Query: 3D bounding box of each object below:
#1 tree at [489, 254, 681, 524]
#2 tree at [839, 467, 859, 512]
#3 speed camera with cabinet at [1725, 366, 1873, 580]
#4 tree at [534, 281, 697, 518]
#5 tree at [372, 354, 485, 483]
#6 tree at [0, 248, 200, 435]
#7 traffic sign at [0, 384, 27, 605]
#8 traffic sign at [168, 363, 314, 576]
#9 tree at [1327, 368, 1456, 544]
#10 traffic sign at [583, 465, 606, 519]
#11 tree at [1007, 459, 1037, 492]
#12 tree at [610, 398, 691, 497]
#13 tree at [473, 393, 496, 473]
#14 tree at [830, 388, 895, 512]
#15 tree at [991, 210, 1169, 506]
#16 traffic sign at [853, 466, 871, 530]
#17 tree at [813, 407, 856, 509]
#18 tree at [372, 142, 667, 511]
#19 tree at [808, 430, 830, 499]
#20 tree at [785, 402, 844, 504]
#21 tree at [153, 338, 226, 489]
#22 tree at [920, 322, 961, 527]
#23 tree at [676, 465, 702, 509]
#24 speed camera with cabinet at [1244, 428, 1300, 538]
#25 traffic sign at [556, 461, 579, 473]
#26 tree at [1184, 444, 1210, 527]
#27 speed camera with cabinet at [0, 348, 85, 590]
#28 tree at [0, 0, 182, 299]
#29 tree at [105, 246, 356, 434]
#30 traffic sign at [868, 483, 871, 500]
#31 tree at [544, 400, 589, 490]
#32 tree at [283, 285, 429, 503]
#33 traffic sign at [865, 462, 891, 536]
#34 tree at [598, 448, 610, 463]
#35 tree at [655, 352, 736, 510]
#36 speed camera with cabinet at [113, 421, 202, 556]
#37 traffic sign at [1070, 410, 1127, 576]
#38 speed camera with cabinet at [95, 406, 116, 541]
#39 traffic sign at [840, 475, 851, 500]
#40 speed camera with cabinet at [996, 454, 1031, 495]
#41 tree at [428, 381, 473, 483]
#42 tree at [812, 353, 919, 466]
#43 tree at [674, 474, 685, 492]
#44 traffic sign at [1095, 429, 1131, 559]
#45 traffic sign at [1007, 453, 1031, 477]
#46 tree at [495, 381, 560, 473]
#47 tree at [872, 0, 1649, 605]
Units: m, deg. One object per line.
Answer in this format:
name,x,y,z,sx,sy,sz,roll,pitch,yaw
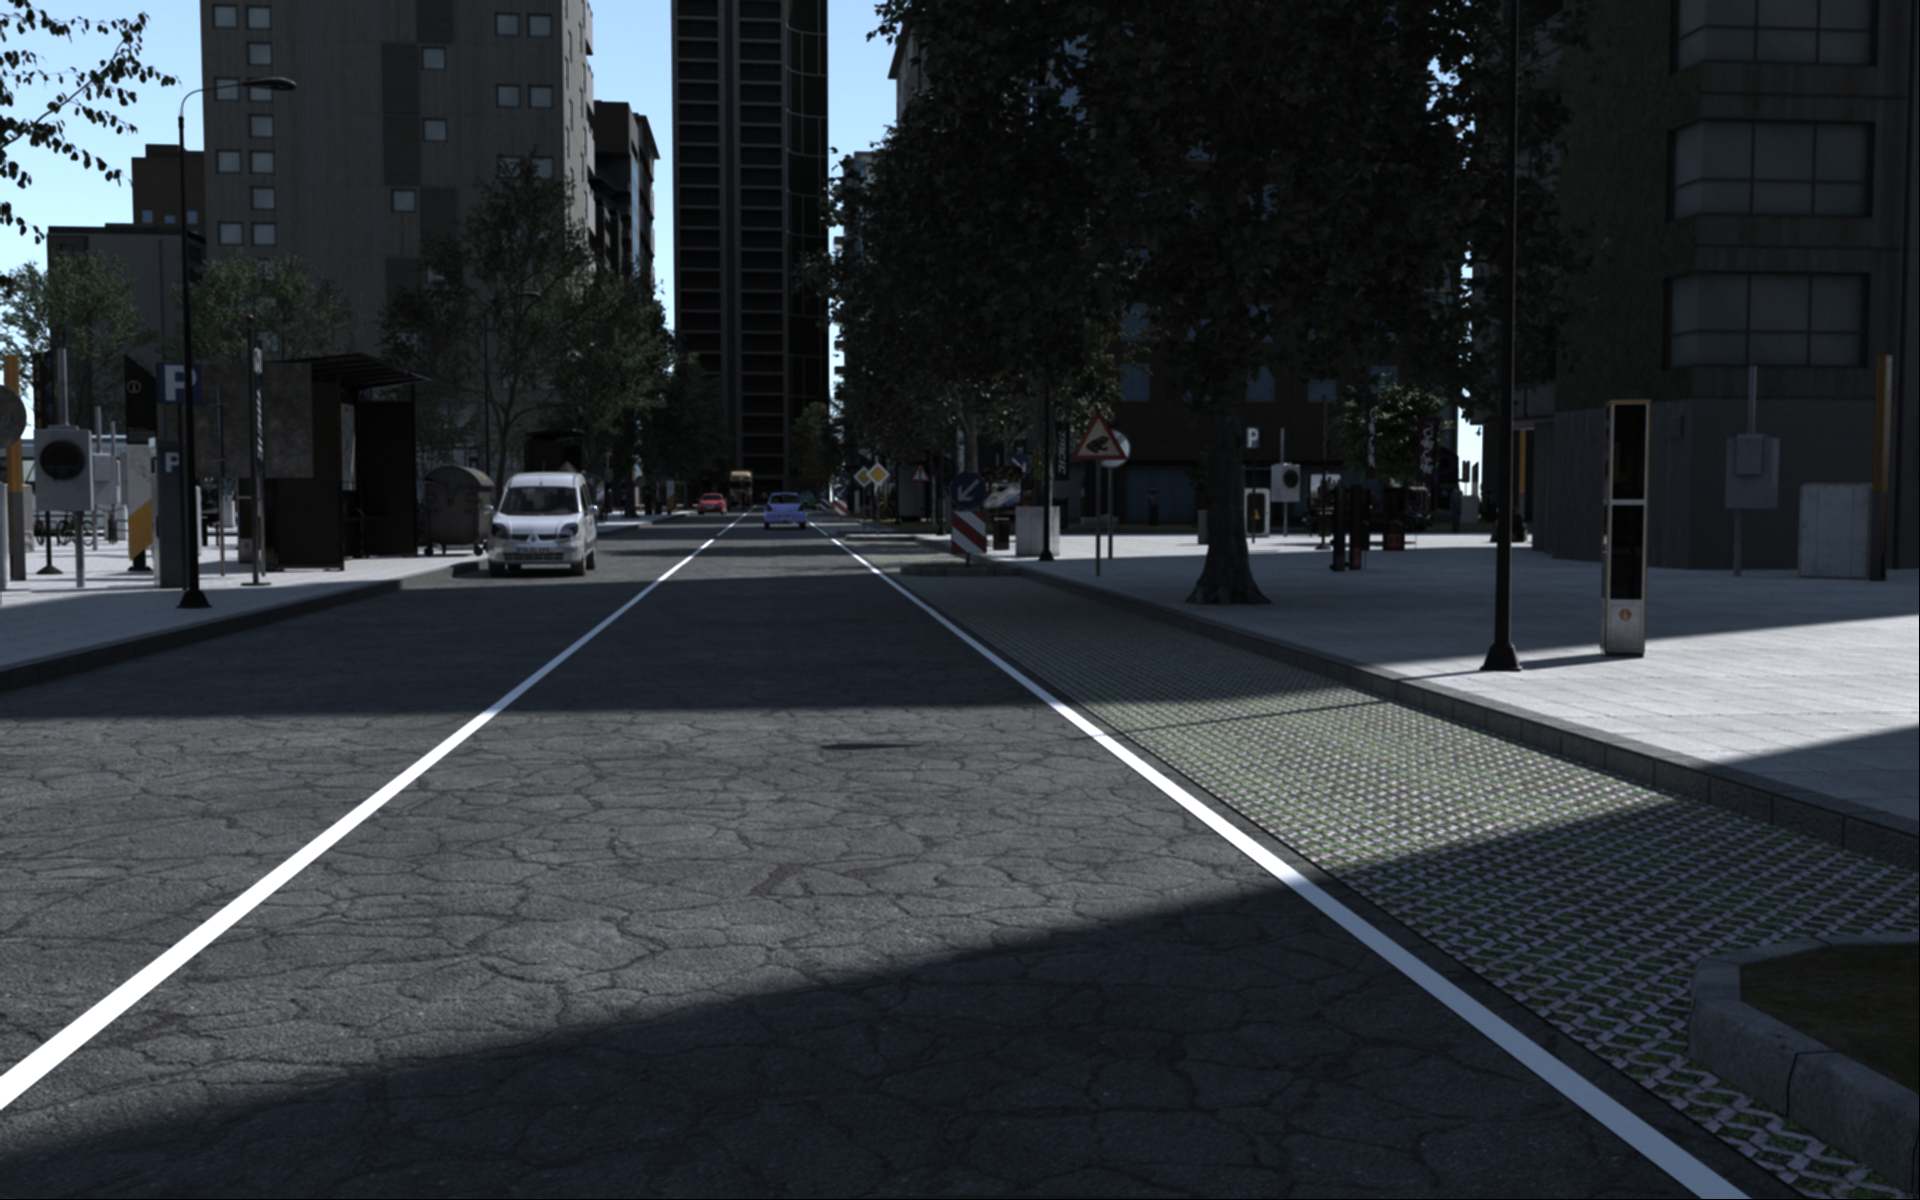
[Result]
tree,-16.208,-9.138,75.169,9.928,11.665,9.643,0,3,0
tree,-7.675,-7.858,123.076,1.663,3.219,1.824,0,3,0
speed camera with cabinet,12.913,-1.973,26.596,2.038,3.252,0.660,2,4,34
tree,-17.725,-10.715,92.202,9.611,12.733,9.660,0,3,0
tree,-27.050,-8.524,89.737,4.737,8.622,4.395,0,3,0
tree,-37.610,-8.997,72.863,9.928,11.665,9.643,0,3,0
traffic sign,-11.107,-1.211,19.905,0.768,2.556,0.104,0,4,-2
traffic sign,-11.189,-2.022,26.938,2.265,3.308,0.079,0,4,2
tree,11.220,-3.752,45.058,4.285,4.588,4.351,0,3,0
traffic sign,-12.739,-3.468,60.349,0.795,2.450,0.064,0,4,-6
tree,2.553,-5.204,79.686,1.663,3.219,1.824,0,3,0
tree,-19.018,-9.752,109.805,4.360,8.622,3.978,0,3,0
tree,-32.693,-10.286,118.537,4.360,8.622,3.978,0,3,0
tree,-4.791,-9.049,98.313,4.737,8.622,4.395,0,3,0
tree,2.090,-5.282,36.730,4.737,8.622,4.395,0,3,0
traffic sign,-3.397,-3.529,61.342,0.795,2.450,0.064,0,4,-6
tree,-10.573,-11.985,146.317,4.360,8.622,3.978,0,3,0
tree,-12.112,-6.824,45.982,7.601,10.594,8.767,1,4,22
tree,-13.617,-14.226,182.952,4.737,8.622,4.395,0,3,0
tree,-17.905,-18.031,212.936,7.486,12.596,7.792,0,3,0
tree,-36.271,-8.093,82.684,4.737,8.622,4.395,0,3,0
tree,-0.802,-7.205,68.168,4.360,8.622,3.978,0,3,0
tree,-24.217,-10.245,151.225,4.285,4.588,4.351,0,3,0
speed camera with cabinet,9.125,-3.500,51.557,2.038,3.252,0.660,-2,4,-25
traffic sign,-11.874,-2.983,52.410,0.795,2.450,0.064,0,4,-6
tree,9.512,-4.435,67.109,1.663,3.219,1.824,0,3,0
speed camera with cabinet,-12.766,-1.765,23.186,2.038,3.252,0.660,-1,4,-23
tree,-8.376,-3.826,12.924,4.360,8.622,3.978,0,3,0
tree,-29.263,-8.937,71.868,9.928,11.665,9.643,0,3,0
traffic sign,-5.733,-6.823,111.654,0.768,2.556,0.104,0,4,1
tree,-26.571,-10.340,119.427,4.737,8.622,4.395,0,3,0
tree,-22.281,-6.835,62.122,4.360,8.622,3.978,0,3,0
traffic sign,-2.532,-3.044,53.404,0.795,2.450,0.064,0,4,-6
tree,-27.305,-10.894,128.475,4.360,8.622,3.978,0,3,0
tree,-21.855,-13.449,138.014,7.486,12.596,7.792,0,3,0
speed camera with cabinet,-16.717,-2.560,36.199,2.038,3.252,0.660,2,4,33
traffic sign,2.155,-1.650,26.976,0.884,2.594,0.081,0,4,3
speed camera with cabinet,-19.092,-2.779,39.773,0.660,3.252,2.038,3,5,44
traffic sign,-7.740,-7.177,117.442,0.768,2.556,0.104,0,4,-1
speed camera with cabinet,2.475,-5.614,86.129,2.038,3.252,0.660,-1,4,-13
tree,-29.751,-8.839,94.884,4.360,8.622,3.978,0,3,0
tree,-5.460,-10.497,106.038,7.601,10.594,8.767,1,4,8
tree,-21.719,-8.267,129.765,1.663,3.219,1.824,0,3,0
traffic sign,2.969,-2.081,34.125,0.768,2.556,0.104,0,4,1
traffic sign,1.824,-3.272,53.611,0.768,2.556,0.104,0,4,0
tree,-27.973,-9.992,113.737,4.360,8.622,3.978,0,3,0
tree,3.045,-6.303,20.067,9.611,12.733,9.660,0,3,0
